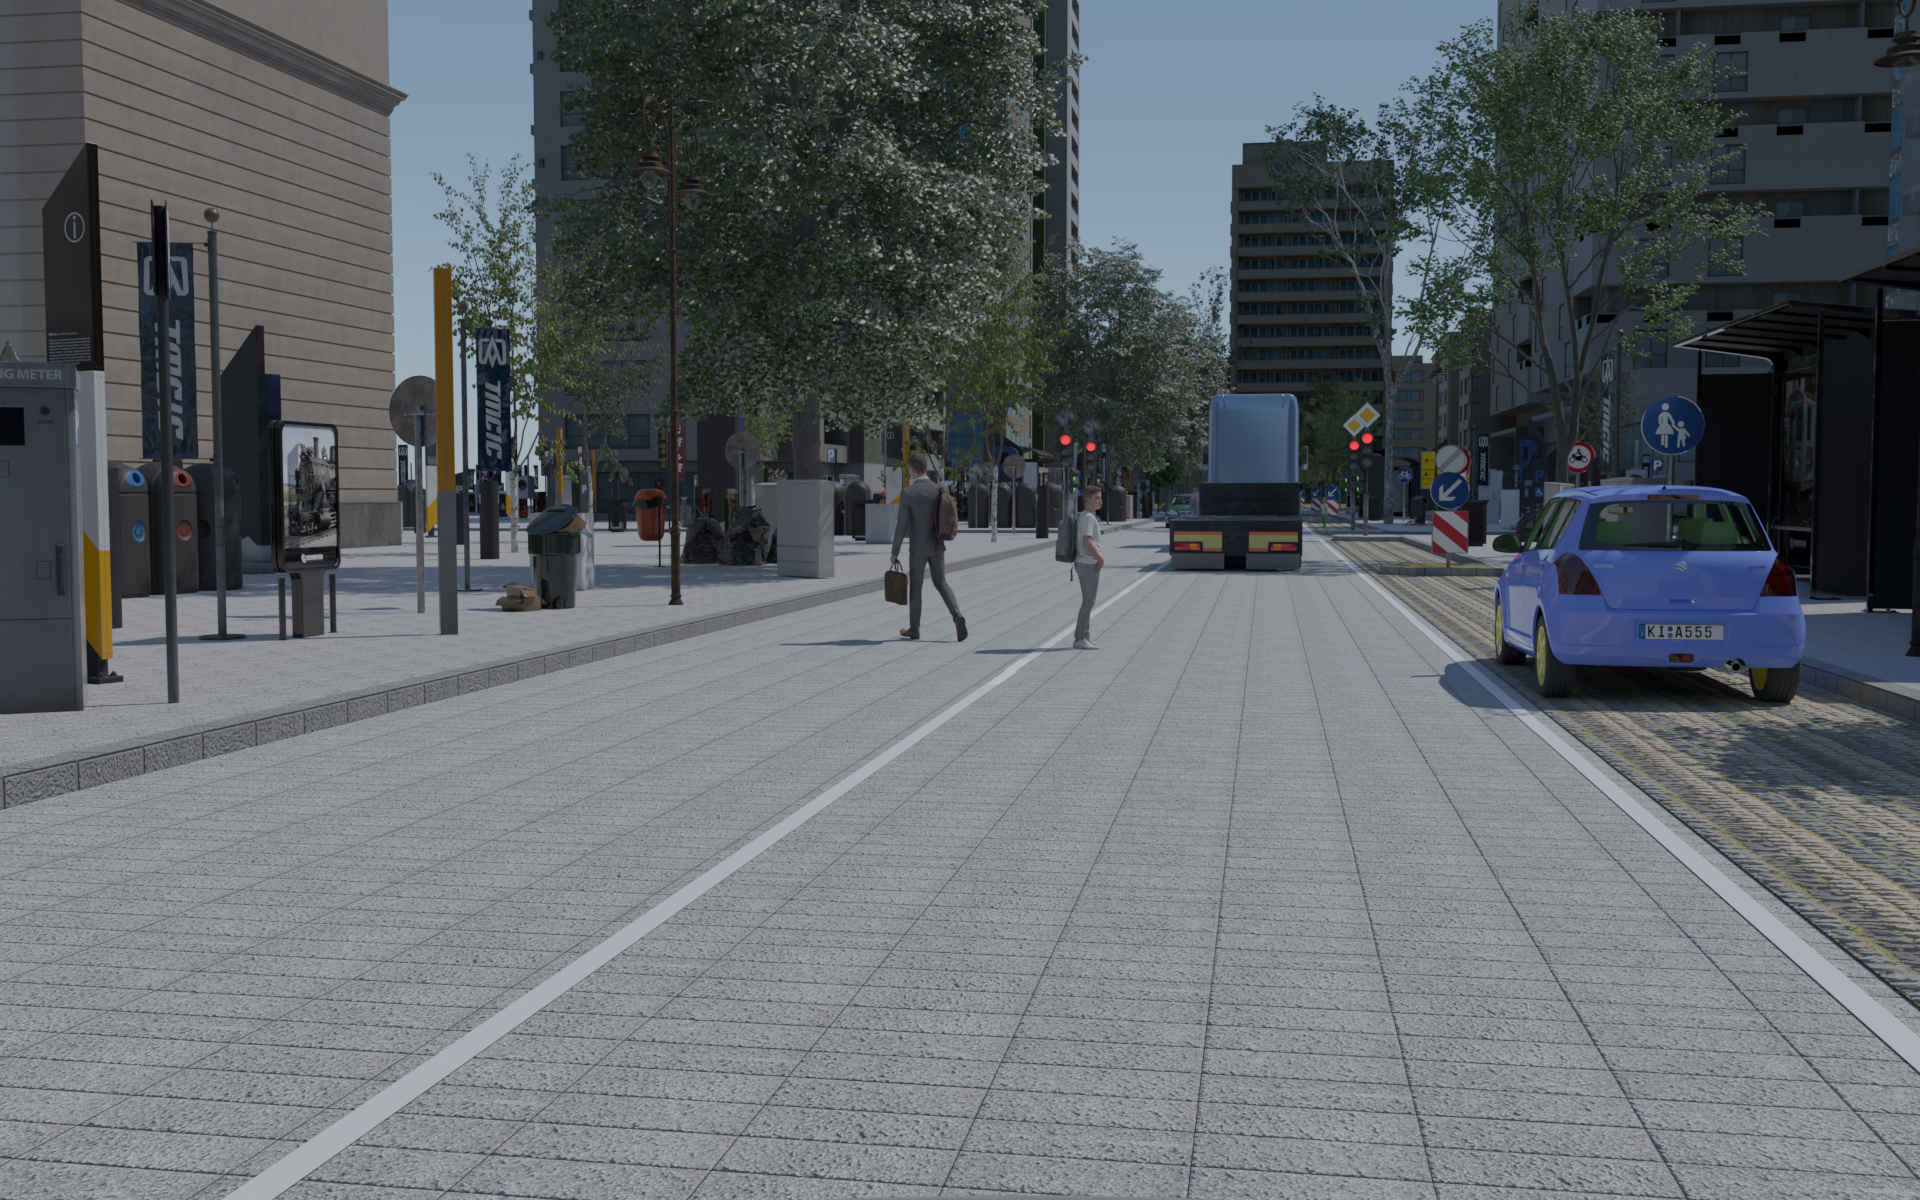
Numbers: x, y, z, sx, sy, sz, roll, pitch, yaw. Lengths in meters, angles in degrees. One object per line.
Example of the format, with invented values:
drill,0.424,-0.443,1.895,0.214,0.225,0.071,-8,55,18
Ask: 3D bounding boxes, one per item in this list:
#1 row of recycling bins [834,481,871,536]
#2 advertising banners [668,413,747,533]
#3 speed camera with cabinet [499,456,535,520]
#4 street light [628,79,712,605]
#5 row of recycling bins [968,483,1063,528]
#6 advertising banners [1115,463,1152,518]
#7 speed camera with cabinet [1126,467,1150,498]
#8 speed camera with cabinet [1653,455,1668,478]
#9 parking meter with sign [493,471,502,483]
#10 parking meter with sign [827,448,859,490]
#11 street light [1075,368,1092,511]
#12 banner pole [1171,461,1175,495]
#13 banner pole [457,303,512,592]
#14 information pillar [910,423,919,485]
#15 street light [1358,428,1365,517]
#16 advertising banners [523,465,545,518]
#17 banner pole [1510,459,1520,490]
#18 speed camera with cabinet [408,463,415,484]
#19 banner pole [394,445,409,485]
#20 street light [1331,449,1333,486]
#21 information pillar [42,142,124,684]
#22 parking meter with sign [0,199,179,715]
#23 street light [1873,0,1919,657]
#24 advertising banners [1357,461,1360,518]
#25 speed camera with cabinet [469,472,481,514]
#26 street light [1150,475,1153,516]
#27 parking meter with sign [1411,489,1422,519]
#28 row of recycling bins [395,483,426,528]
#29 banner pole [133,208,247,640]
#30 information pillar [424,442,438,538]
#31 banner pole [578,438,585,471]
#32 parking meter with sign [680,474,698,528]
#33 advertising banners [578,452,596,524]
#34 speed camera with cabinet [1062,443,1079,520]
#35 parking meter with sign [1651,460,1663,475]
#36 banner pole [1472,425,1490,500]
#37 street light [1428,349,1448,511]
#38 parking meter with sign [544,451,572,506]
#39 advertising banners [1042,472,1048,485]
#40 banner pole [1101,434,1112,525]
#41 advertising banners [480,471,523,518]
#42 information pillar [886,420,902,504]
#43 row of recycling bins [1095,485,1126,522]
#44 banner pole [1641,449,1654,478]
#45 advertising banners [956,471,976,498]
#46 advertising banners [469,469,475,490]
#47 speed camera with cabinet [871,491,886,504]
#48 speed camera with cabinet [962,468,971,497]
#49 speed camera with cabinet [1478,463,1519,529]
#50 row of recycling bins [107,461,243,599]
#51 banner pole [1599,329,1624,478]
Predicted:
row of recycling bins,-4.269,-2.890,54.359,3.534,1.692,1.069,2,4,34
advertising banners,-5.366,-2.466,36.513,2.074,3.025,0.090,2,4,29
speed camera with cabinet,-22.169,-5.626,86.315,2.038,3.252,0.660,2,4,27
street light,-3.290,-2.880,19.881,0.468,5.910,1.993,1,4,10
row of recycling bins,2.059,-3.573,65.528,3.534,1.692,1.069,0,4,1
advertising banners,9.323,-5.945,93.389,2.074,3.025,0.090,1,4,15
speed camera with cabinet,10.925,-7.039,109.424,2.038,3.252,0.660,1,4,14
speed camera with cabinet,32.220,-5.290,80.825,0.660,3.252,2.038,-2,4,-25
parking meter with sign,-27.769,-6.510,102.699,0.543,3.016,1.738,1,4,9
parking meter with sign,-4.253,-4.313,66.781,1.738,3.016,0.543,-3,5,-39
street light,4.520,-5.546,63.469,0.468,5.910,1.993,1,4,10
banner pole,16.157,-8.888,135.330,0.863,3.779,0.401,-2,4,-24
banner pole,-6.336,-2.016,22.981,0.863,3.779,0.401,-2,4,-33
information pillar,-1.557,-3.983,56.477,0.504,3.616,0.183,-2,4,-26
street light,22.109,-7.517,95.698,0.468,5.910,1.993,1,4,10
advertising banners,-23.421,-5.918,92.951,2.074,3.025,0.090,0,4,7
banner pole,39.404,-8.148,123.244,0.863,3.779,0.401,1,4,20
speed camera with cabinet,-34.886,-7.003,108.832,0.660,3.252,2.038,2,4,32
banner pole,-24.911,-5.322,77.039,0.863,3.779,0.401,0,4,6
street light,28.906,-9.879,134.316,0.468,5.910,1.993,1,4,10
information pillar,-5.979,-1.247,11.748,0.504,3.616,0.183,2,4,26
parking meter with sign,-5.589,-0.854,10.221,1.738,3.016,0.543,-1,4,-23
street light,7.582,-2.492,13.524,0.468,5.910,1.993,1,4,10
advertising banners,21.697,-5.929,93.133,0.090,3.025,2.074,2,4,35
speed camera with cabinet,-30.876,-7.087,110.207,0.660,3.252,2.038,2,4,31
street light,11.300,-7.911,102.128,0.468,5.910,1.993,1,4,10
parking meter with sign,24.093,-5.673,89.011,1.738,3.016,0.543,2,4,33
row of recycling bins,-21.643,-3.725,68.016,1.069,1.692,3.534,-1,4,-22
banner pole,-6.772,-1.542,15.221,0.863,3.779,0.401,-1,4,-8
information pillar,-15.534,-3.647,50.988,0.183,3.616,0.504,2,4,34
banner pole,-16.721,-5.295,76.594,0.401,3.779,0.863,1,4,12
parking meter with sign,-9.819,-4.283,66.286,1.738,3.016,0.543,-2,4,-25
advertising banners,-15.765,-4.708,73.157,0.090,3.025,2.074,0,4,6
speed camera with cabinet,4.289,-4.483,67.635,0.660,3.252,2.038,0,4,2
parking meter with sign,35.428,-5.662,88.831,0.543,3.016,1.738,0,4,2
banner pole,18.781,-4.443,62.658,0.863,3.779,0.401,-1,4,-19
street light,14.350,-4.854,52.148,0.468,5.910,1.993,1,4,10
parking meter with sign,-16.035,-4.531,70.339,0.543,3.016,1.738,2,4,33
advertising banners,7.622,-8.705,138.507,2.074,3.025,0.090,0,3,0
banner pole,6.045,-5.014,71.988,0.401,3.779,0.863,2,4,31
advertising banners,-23.889,-5.729,89.857,2.074,3.025,0.090,0,4,-6
information pillar,-2.023,-3.745,52.592,0.504,3.616,0.183,0,4,3
row of recycling bins,7.203,-4.541,81.360,1.069,1.692,3.534,0,4,-3
banner pole,37.970,-6.453,95.529,0.401,3.779,0.863,-3,5,-45
advertising banners,0.474,-8.088,128.422,0.090,3.025,2.074,-3,5,-44
advertising banners,-34.168,-7.497,118.762,2.074,3.025,0.090,-3,5,-41
speed camera with cabinet,-3.409,-5.585,85.656,2.038,3.252,0.660,0,4,1
speed camera with cabinet,0.417,-8.333,130.587,0.660,3.252,2.038,3,5,45
speed camera with cabinet,20.141,-4.260,63.988,0.660,3.252,2.038,-2,4,-31
row of recycling bins,-10.390,-0.902,21.859,1.069,1.692,3.534,1,4,11
banner pole,10.010,-2.241,26.660,0.401,3.779,0.863,0,4,-3
